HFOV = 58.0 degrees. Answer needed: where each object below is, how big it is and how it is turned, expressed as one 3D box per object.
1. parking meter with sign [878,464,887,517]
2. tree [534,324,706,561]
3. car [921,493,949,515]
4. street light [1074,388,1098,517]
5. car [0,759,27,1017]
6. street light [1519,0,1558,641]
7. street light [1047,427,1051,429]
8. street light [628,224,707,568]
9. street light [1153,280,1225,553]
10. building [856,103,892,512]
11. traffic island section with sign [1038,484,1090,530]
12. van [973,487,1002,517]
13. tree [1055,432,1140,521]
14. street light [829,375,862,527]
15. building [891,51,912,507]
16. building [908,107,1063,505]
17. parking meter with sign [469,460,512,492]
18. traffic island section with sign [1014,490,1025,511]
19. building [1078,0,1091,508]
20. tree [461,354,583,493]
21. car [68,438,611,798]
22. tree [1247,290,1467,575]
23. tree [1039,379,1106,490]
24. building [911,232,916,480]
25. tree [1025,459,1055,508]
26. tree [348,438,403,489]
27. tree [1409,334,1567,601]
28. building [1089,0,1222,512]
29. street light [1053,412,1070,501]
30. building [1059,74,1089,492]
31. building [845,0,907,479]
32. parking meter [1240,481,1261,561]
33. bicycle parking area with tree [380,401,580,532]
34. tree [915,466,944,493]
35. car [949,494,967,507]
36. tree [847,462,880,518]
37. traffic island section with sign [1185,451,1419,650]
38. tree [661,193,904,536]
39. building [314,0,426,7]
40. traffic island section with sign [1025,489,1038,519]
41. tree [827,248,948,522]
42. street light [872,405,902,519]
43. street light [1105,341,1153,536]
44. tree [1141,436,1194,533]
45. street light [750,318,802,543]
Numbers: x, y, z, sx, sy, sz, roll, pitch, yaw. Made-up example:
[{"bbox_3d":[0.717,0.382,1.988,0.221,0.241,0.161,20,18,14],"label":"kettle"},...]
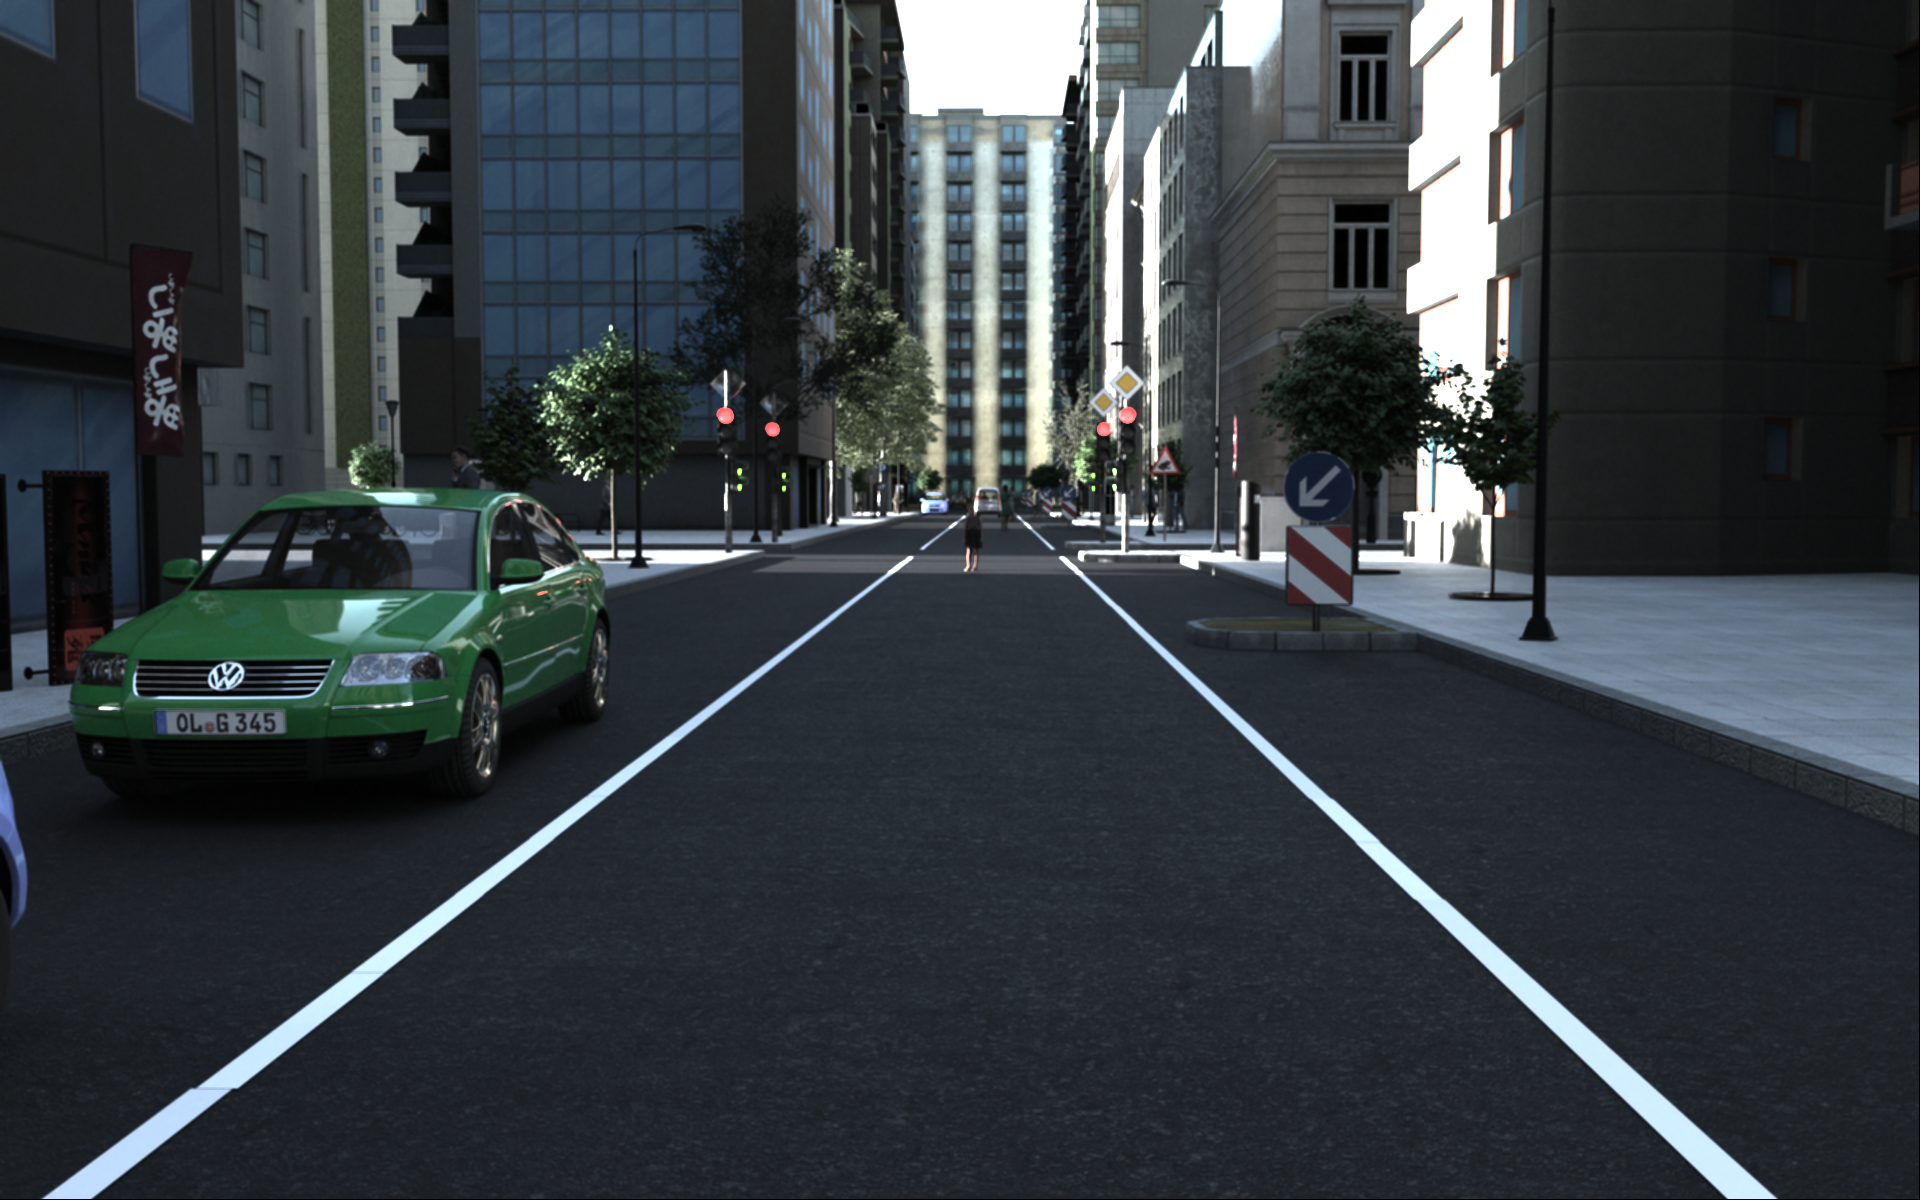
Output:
[{"bbox_3d":[-4.422,-6.283,98.994,0.543,3.016,1.738,0,4,-4],"label":"parking meter with sign"},{"bbox_3d":[-6.635,-3.052,33.617,4.285,4.588,4.351,0,3,0],"label":"tree"},{"bbox_3d":[-1.711,-6.687,118.925,1.945,1.707,3.694,0,4,1],"label":"car"},{"bbox_3d":[5.857,-6.313,75.763,1.470,5.913,1.316,0,4,1],"label":"street light"},{"bbox_3d":[-3.257,0.413,2.834,1.945,1.707,3.694,0,4,1],"label":"car"},{"bbox_3d":[4.558,-2.603,15.104,1.470,5.913,1.316,0,4,1],"label":"street light"},{"bbox_3d":[6.660,-9.025,120.095,1.470,5.913,1.316,0,4,1],"label":"street light"},{"bbox_3d":[-5.047,-3.510,29.925,1.470,5.913,1.316,0,4,1],"label":"street light"},{"bbox_3d":[5.082,-3.985,37.694,1.470,5.913,1.316,0,4,1],"label":"street light"},{"bbox_3d":[-12.501,-21.819,128.438,14.160,30.474,14.107,0,4,1],"label":"building"},{"bbox_3d":[4.303,-3.797,70.703,1.989,1.847,2.006,0,4,1],"label":"traffic island section with sign"},{"bbox_3d":[1.796,-6.139,107.381,2.013,2.044,4.112,0,4,2],"label":"van"},{"bbox_3d":[6.962,-6.065,82.869,4.285,4.588,4.351,0,3,0],"label":"tree"},{"bbox_3d":[-4.422,-5.834,67.928,1.470,5.913,1.316,0,4,1],"label":"street light"},{"bbox_3d":[-12.123,-31.927,172.116,14.600,45.320,14.200,0,4,1],"label":"building"},{"bbox_3d":[0.051,-36.557,217.320,30.456,49.044,23.786,0,4,1],"label":"building"},{"bbox_3d":[-10.782,-2.594,38.679,1.738,3.016,0.543,1,4,14],"label":"parking meter with sign"},{"bbox_3d":[5.809,-8.498,147.567,1.989,1.847,2.006,0,4,1],"label":"traffic island section with sign"},{"bbox_3d":[21.613,-32.435,149.916,23.786,49.044,30.456,0,4,1],"label":"building"},{"bbox_3d":[-6.069,-1.801,24.053,1.663,3.219,1.824,0,3,0],"label":"tree"},{"bbox_3d":[-3.137,-0.048,9.581,1.959,1.807,4.718,0,4,-1],"label":"car"},{"bbox_3d":[6.379,-2.715,28.102,4.285,4.588,4.351,0,3,0],"label":"tree"},{"bbox_3d":[7.178,-9.774,110.164,4.360,8.622,3.978,0,3,0],"label":"tree"},{"bbox_3d":[-11.876,-25.500,188.631,14.107,30.474,14.160,0,4,1],"label":"building"},{"bbox_3d":[8.100,-10.906,162.021,4.285,4.588,4.351,0,3,0],"label":"tree"},{"bbox_3d":[-34.494,-7.239,102.074,4.285,4.588,4.351,0,3,0],"label":"tree"},{"bbox_3d":[6.585,-1.617,21.038,1.663,3.219,1.824,0,3,0],"label":"tree"},{"bbox_3d":[16.563,-27.182,128.019,14.154,41.232,14.086,0,4,1],"label":"building"},{"bbox_3d":[6.185,-7.669,97.931,1.470,5.913,1.316,0,4,1],"label":"street light"},{"bbox_3d":[21.669,-32.118,179.754,22.147,44.769,28.867,0,4,1],"label":"building"},{"bbox_3d":[-16.080,-30.330,150.520,22.147,44.769,28.867,0,4,1],"label":"building"},{"bbox_3d":[5.618,-1.534,33.500,0.372,1.533,0.369,0,3,0],"label":"parking meter"},{"bbox_3d":[-16.870,-4.212,55.862,9.016,4.147,8.231,2,4,29],"label":"bicycle parking area with tree"},{"bbox_3d":[-3.442,-13.151,198.739,4.285,4.588,4.351,0,3,0],"label":"tree"},{"bbox_3d":[-0.232,-11.045,190.807,2.015,1.641,3.980,0,4,2],"label":"car"},{"bbox_3d":[-5.201,-5.954,91.951,1.663,3.219,1.824,0,3,0],"label":"tree"},{"bbox_3d":[3.235,-0.502,16.836,1.989,1.847,2.006,0,4,1],"label":"traffic island section with sign"},{"bbox_3d":[-5.436,-7.250,52.954,8.767,10.594,7.601,1,4,17],"label":"tree"},{"bbox_3d":[-61.357,-39.355,185.452,28.212,58.520,21.231,0,4,1],"label":"building"},{"bbox_3d":[4.840,-5.496,98.481,1.989,1.847,2.006,0,4,1],"label":"traffic island section with sign"},{"bbox_3d":[-6.074,-9.912,80.192,7.486,12.596,7.792,0,3,0],"label":"tree"},{"bbox_3d":[-3.904,-7.190,90.092,1.470,5.913,1.316,0,4,1],"label":"street light"},{"bbox_3d":[5.277,-4.910,52.817,1.470,5.913,1.316,0,4,1],"label":"street light"},{"bbox_3d":[7.020,-3.855,57.628,1.663,3.219,1.824,0,3,0],"label":"tree"},{"bbox_3d":[-4.873,-4.478,45.763,1.470,5.913,1.316,0,4,1],"label":"street light"}]
